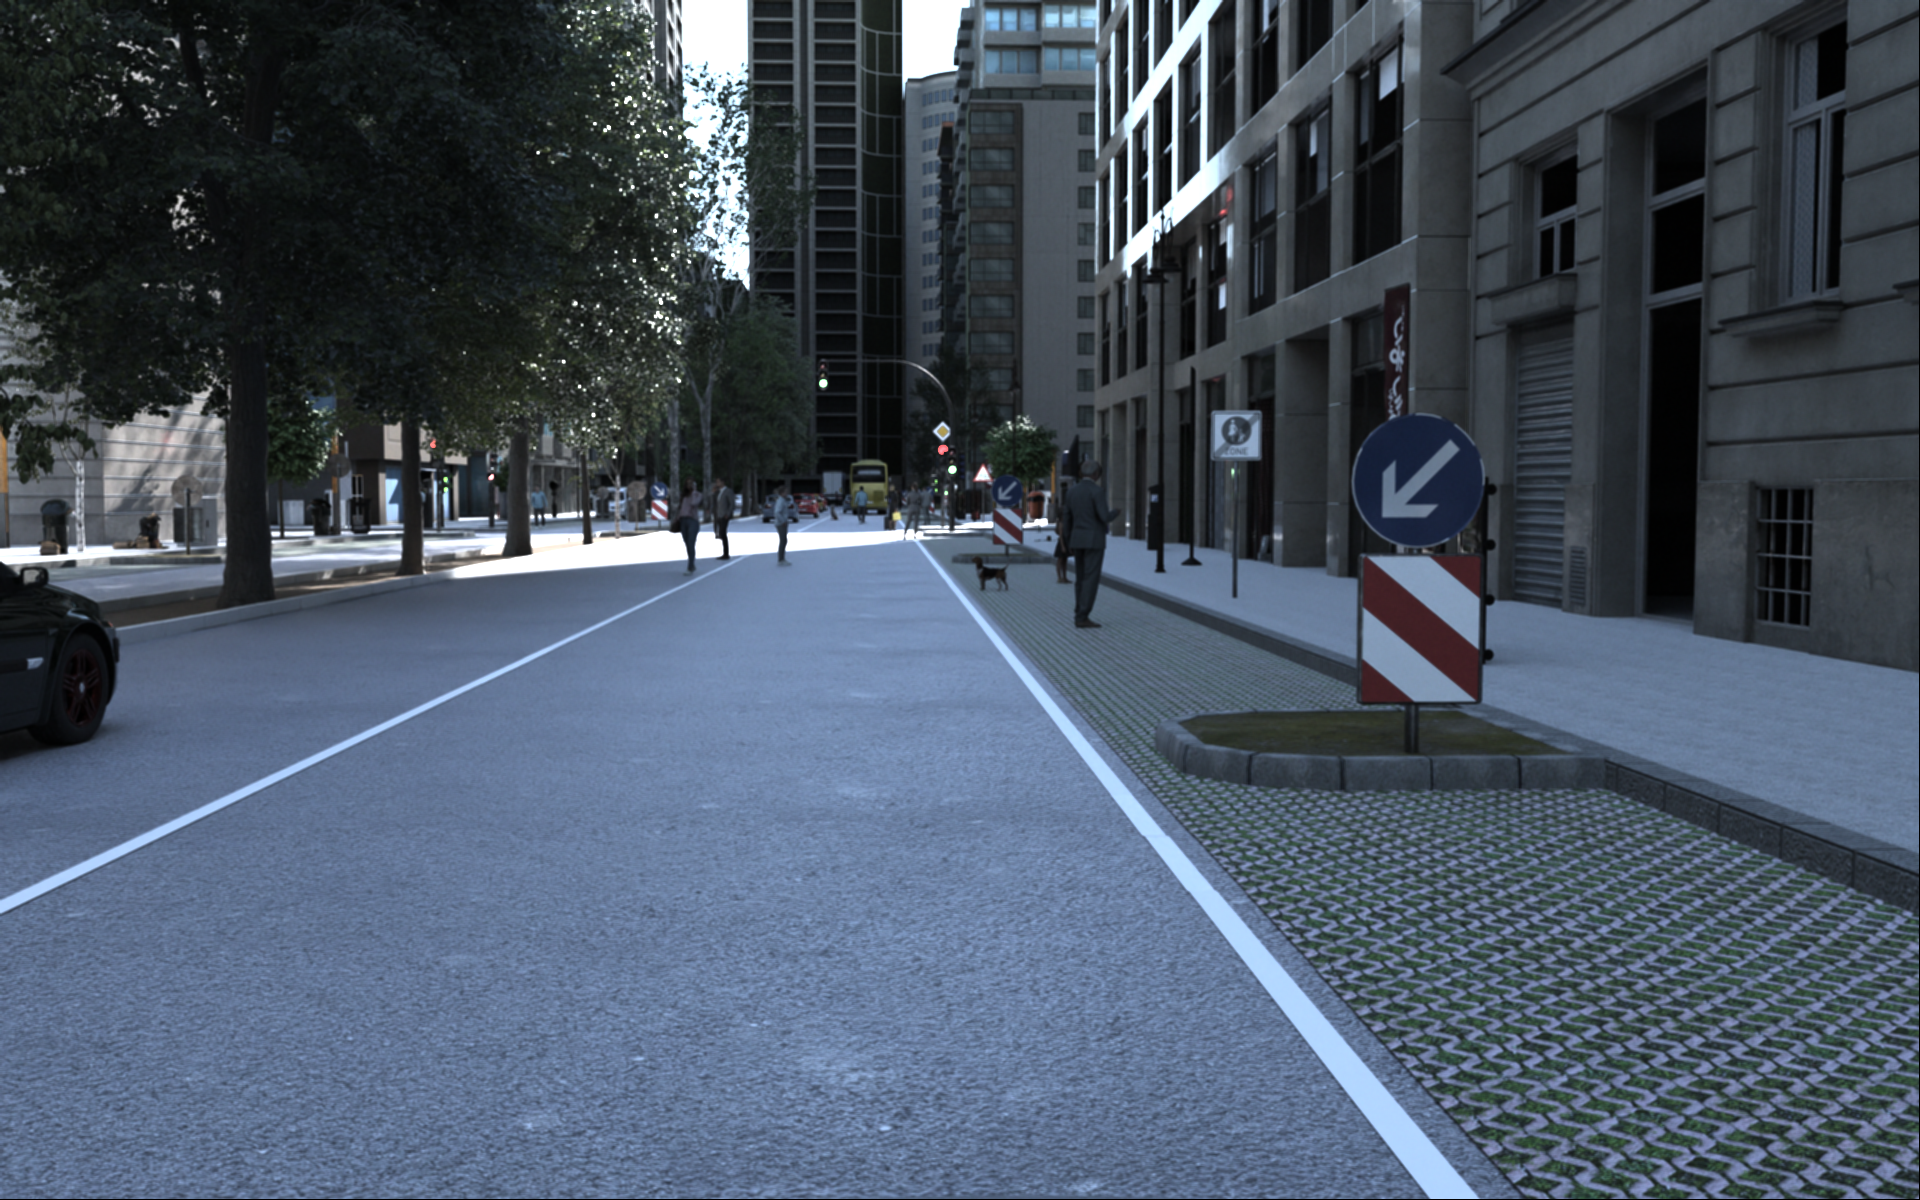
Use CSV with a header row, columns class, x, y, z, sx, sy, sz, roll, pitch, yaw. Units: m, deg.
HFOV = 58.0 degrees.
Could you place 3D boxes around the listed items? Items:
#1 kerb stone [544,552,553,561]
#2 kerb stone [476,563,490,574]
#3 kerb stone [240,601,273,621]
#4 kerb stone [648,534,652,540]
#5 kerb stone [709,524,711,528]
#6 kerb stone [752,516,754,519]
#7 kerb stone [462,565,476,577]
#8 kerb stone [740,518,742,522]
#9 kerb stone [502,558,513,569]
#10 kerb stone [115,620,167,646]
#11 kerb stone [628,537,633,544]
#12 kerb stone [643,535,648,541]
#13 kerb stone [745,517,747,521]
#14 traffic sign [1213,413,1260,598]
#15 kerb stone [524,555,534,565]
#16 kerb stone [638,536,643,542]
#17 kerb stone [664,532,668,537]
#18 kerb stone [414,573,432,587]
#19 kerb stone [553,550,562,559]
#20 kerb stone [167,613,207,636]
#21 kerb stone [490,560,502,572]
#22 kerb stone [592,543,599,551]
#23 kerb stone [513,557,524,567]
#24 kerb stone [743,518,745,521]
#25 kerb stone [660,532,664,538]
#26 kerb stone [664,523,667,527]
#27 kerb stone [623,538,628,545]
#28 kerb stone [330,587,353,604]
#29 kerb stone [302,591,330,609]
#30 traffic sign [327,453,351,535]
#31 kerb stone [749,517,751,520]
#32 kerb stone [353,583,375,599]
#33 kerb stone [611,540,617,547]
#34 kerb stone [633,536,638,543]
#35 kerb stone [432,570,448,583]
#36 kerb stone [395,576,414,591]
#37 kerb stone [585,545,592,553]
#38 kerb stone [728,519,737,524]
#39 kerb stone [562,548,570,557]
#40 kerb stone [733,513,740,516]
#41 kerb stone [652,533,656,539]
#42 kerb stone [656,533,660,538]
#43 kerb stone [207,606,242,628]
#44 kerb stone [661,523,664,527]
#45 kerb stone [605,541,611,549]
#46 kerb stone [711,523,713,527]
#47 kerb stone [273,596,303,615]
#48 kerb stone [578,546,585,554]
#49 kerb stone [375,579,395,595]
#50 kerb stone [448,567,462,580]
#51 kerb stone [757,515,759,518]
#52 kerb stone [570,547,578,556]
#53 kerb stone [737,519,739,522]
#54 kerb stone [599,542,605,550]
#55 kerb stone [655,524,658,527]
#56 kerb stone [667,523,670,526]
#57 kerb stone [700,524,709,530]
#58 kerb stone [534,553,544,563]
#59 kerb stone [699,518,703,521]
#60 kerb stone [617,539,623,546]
class,x,y,z,sx,sy,sz,roll,pitch,yaw
kerb stone,-8.999,-0.925,37.372,0.120,0.150,1.000,0,4,-3
kerb stone,-8.703,-0.553,31.231,0.120,0.150,1.000,0,4,-3
kerb stone,-8.172,0.138,19.944,0.120,0.150,1.000,0,4,-3
kerb stone,-9.765,-1.931,53.764,0.120,0.150,1.000,0,4,-3
kerb stone,-10.662,-3.088,72.724,0.120,0.150,1.000,0,4,-3
kerb stone,-11.829,-4.594,97.311,0.120,0.150,1.000,0,4,-3
kerb stone,-8.660,-0.489,30.199,0.120,0.150,1.000,0,4,-3
kerb stone,-11.444,-4.087,89.108,0.120,0.150,1.000,0,4,-3
kerb stone,-8.799,-0.678,33.280,0.120,0.150,1.000,0,4,-3
kerb stone,-8.015,0.326,16.870,0.120,0.150,1.000,0,4,-3
kerb stone,-9.572,-1.679,49.660,0.120,0.150,1.000,0,4,-3
kerb stone,-9.719,-1.868,52.737,0.120,0.150,1.000,0,4,-3
kerb stone,-11.593,-4.280,92.183,0.120,0.150,1.000,0,4,-3
traffic sign,3.402,-1.177,21.379,0.606,2.300,0.079,0,4,6
kerb stone,-8.898,-0.797,35.327,0.120,0.150,1.000,0,4,-3
kerb stone,-9.669,-1.804,51.709,0.120,0.150,1.000,0,4,-3
kerb stone,-9.967,-2.181,57.856,0.120,0.150,1.000,0,4,-3
kerb stone,-8.503,-0.301,27.122,0.120,0.150,1.000,0,4,-3
kerb stone,-9.039,-0.986,38.394,0.120,0.150,1.000,0,4,-3
kerb stone,-8.064,0.266,17.896,0.120,0.150,1.000,0,4,-3
kerb stone,-8.750,-0.614,32.252,0.120,0.150,1.000,0,4,-3
kerb stone,-9.280,-1.303,43.509,0.120,0.150,1.000,0,4,-3
kerb stone,-8.851,-0.740,34.300,0.120,0.150,1.000,0,4,-3
kerb stone,-11.548,-4.217,91.149,0.120,0.150,1.000,0,4,-3
kerb stone,-9.913,-2.118,56.831,0.120,0.150,1.000,0,4,-3
kerb stone,-12.869,-3.205,74.681,0.120,0.150,1.000,0,4,-3
kerb stone,-9.531,-1.612,48.627,0.120,0.150,1.000,0,4,-3
kerb stone,-8.311,-0.050,23.015,0.120,0.150,1.000,0,4,-3
kerb stone,-8.259,0.012,21.993,0.120,0.150,1.000,0,4,-3
traffic sign,-19.434,-3.307,54.183,0.768,2.556,0.104,0,4,4
kerb stone,-11.747,-4.469,95.262,0.120,0.150,1.000,0,4,-3
kerb stone,-8.366,-0.113,24.038,0.120,0.150,1.000,0,4,-3
kerb stone,-9.431,-1.488,46.582,0.120,0.150,1.000,0,4,-3
kerb stone,-9.619,-1.743,50.689,0.120,0.150,1.000,0,4,-3
kerb stone,-8.551,-0.364,28.156,0.120,0.150,1.000,0,4,-3
kerb stone,-8.460,-0.239,26.101,0.120,0.150,1.000,0,4,-3
kerb stone,-9.232,-1.241,42.488,0.120,0.150,1.000,0,4,-3
kerb stone,-11.300,-3.903,86.036,0.120,0.150,1.000,0,4,-3
kerb stone,-9.092,-1.051,39.424,0.120,0.150,1.000,0,4,-3
kerb stone,-14.716,-5.590,113.589,0.120,0.150,1.000,0,4,-3
kerb stone,-9.821,-1.993,54.784,0.120,0.150,1.000,0,4,-3
kerb stone,-9.876,-2.055,55.807,0.120,0.150,1.000,0,4,-3
kerb stone,-8.114,0.204,18.917,0.120,0.150,1.000,0,4,-3
kerb stone,-12.819,-3.147,73.642,0.120,0.150,1.000,0,4,-3
kerb stone,-9.383,-1.428,45.551,0.120,0.150,1.000,0,4,-3
kerb stone,-10.720,-3.153,73.746,0.120,0.150,1.000,0,4,-3
kerb stone,-8.215,0.075,20.965,0.120,0.150,1.000,0,4,-3
kerb stone,-9.184,-1.179,41.465,0.120,0.150,1.000,0,4,-3
kerb stone,-8.415,-0.176,25.071,0.120,0.150,1.000,0,4,-3
kerb stone,-8.609,-0.424,29.178,0.120,0.150,1.000,0,4,-3
kerb stone,-12.028,-4.846,101.421,0.120,0.150,1.000,0,4,-3
kerb stone,-9.138,-1.115,40.444,0.120,0.150,1.000,0,4,-3
kerb stone,-11.346,-3.962,87.057,0.120,0.150,1.000,0,4,-3
kerb stone,-9.336,-1.365,44.530,0.120,0.150,1.000,0,4,-3
kerb stone,-12.713,-3.021,71.596,0.120,0.150,1.000,0,4,-3
kerb stone,-12.915,-3.273,75.706,0.120,0.150,1.000,0,4,-3
kerb stone,-10.626,-3.027,71.702,0.120,0.150,1.000,0,4,-3
kerb stone,-8.948,-0.862,36.347,0.120,0.150,1.000,0,4,-3
kerb stone,-13.690,-4.274,92.072,0.120,0.150,1.000,0,4,-3
kerb stone,-9.479,-1.554,47.602,0.120,0.150,1.000,0,4,-3
